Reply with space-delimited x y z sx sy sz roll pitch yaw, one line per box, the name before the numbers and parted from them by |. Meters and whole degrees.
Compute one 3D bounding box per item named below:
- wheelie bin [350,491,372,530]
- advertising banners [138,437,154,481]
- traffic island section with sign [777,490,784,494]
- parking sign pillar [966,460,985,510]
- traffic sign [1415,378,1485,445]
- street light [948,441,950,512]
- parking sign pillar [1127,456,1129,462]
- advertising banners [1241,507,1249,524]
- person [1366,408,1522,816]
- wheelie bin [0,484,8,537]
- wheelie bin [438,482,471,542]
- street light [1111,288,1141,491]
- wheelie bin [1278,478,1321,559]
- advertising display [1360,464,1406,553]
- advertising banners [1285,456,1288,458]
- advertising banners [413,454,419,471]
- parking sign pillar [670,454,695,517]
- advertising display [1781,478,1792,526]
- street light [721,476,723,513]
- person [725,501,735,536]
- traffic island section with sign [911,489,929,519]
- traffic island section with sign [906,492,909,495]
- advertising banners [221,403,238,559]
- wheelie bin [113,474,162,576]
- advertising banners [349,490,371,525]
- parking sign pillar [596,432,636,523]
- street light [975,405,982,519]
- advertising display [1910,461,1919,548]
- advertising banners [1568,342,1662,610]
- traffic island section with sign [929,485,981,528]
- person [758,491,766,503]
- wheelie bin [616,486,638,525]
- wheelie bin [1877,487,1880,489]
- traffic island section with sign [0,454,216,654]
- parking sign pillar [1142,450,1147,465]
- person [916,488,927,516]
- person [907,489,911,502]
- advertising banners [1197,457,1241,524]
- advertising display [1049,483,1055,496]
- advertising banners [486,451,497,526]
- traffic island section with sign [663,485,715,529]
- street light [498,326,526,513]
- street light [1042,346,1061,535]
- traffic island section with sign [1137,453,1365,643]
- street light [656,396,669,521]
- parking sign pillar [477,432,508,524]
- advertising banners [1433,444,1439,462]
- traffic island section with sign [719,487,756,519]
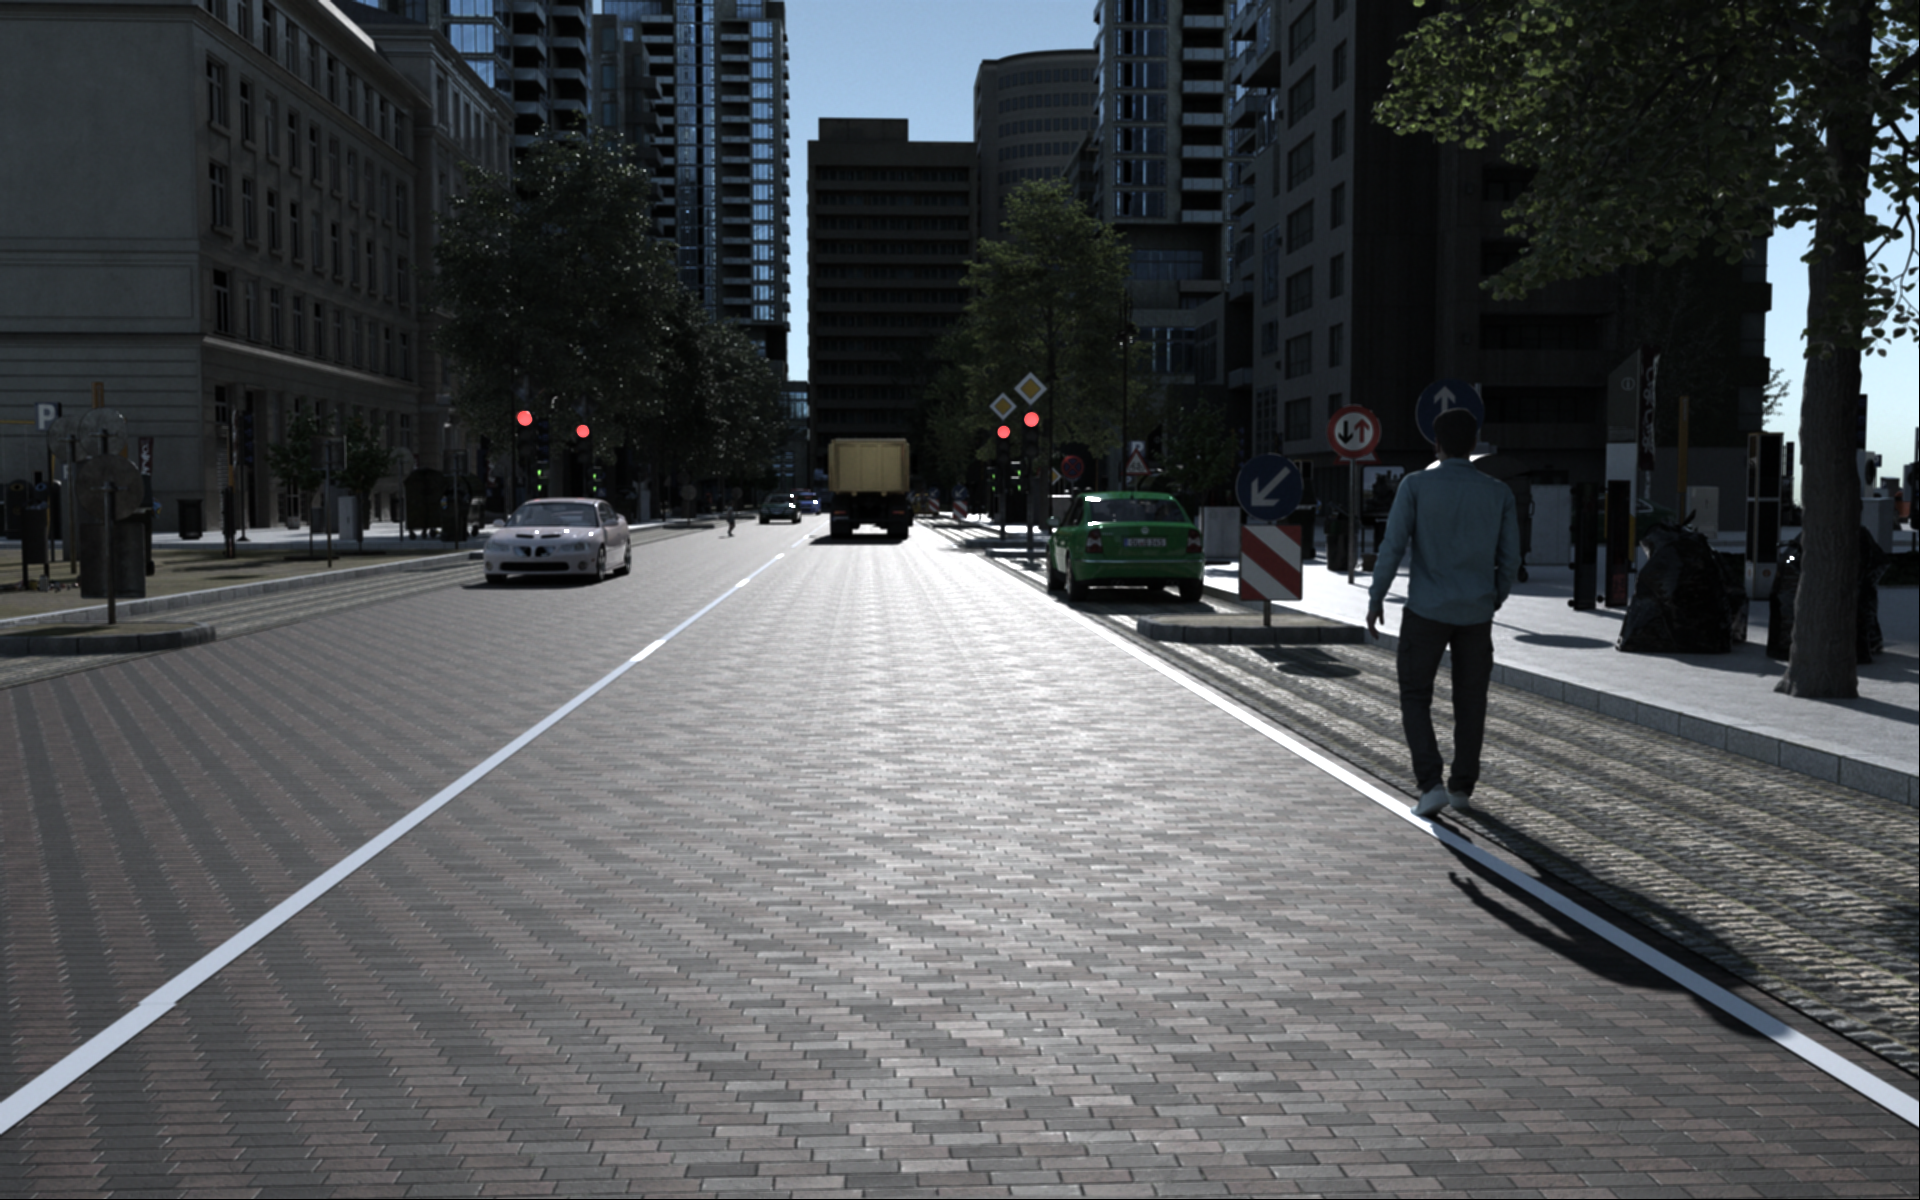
wheelie bin | -21.545 -3.321 62.200 0.693 1.594 0.980 -3 5 -42
advertising banners | -25.703 -3.493 53.305 2.074 3.025 0.090 1 4 11
traffic island section with sign | -15.434 -8.619 149.546 1.989 1.847 2.006 0 4 -3
parking sign pillar | 1.104 -8.019 119.577 1.447 3.967 1.447 1 4 21
traffic sign | 5.385 -1.164 19.135 0.768 2.556 0.104 0 4 -3
street light | -0.768 -9.158 122.516 0.468 5.910 1.993 0 4 -3
parking sign pillar | 11.400 -7.671 113.891 1.447 3.967 1.447 0 4 3
advertising banners | 10.183 -4.256 65.780 2.074 3.025 0.090 -2 4 -33
person | 2.191 0.044 7.795 0.660 1.820 0.620 0 4 -3
wheelie bin | -28.860 -2.705 52.141 0.980 1.594 0.693 0 4 -2
wheelie bin | -13.550 -2.360 46.497 0.693 1.594 0.980 0 4 8
street light | 3.721 -4.054 39.074 0.468 5.910 1.993 0 4 -3
wheelie bin | 6.609 -1.609 34.209 0.980 1.594 0.693 0 4 -8
advertising display | 9.215 -1.991 37.765 0.974 1.923 0.123 0 4 -1
advertising banners | 14.559 -4.777 74.286 2.074 3.025 0.090 1 4 17
advertising banners | -23.403 -4.886 76.081 0.090 3.025 2.074 1 4 23
parking sign pillar | -15.765 -6.728 98.469 1.447 3.967 1.447 1 4 19
advertising display | 32.496 -3.888 68.779 0.974 1.923 0.123 3 5 42
street light | -15.920 -8.730 115.522 0.468 5.910 1.993 0 4 -3
person | -7.839 -2.765 58.728 0.382 1.210 0.505 -2 4 -33
traffic island section with sign | -1.647 -5.612 100.380 1.989 1.847 2.006 0 4 -3
traffic island section with sign | -5.764 -10.274 176.607 1.989 1.847 2.006 0 4 -3
advertising banners | -14.487 -2.335 34.368 0.090 3.025 2.074 -2 4 -30
wheelie bin | -13.116 -1.183 27.256 0.980 1.594 0.693 -2 4 -33
advertising banners | -24.625 -4.498 69.737 0.090 3.025 2.074 2 4 33
parking sign pillar | -14.956 -5.353 75.991 1.447 3.967 1.447 3 4 36
street light | 1.022 -7.077 88.503 0.468 5.910 1.993 0 4 -3
advertising display | 18.979 -1.735 33.588 0.974 1.923 0.123 1 4 8
advertising banners | 7.474 -1.436 19.672 2.074 3.025 0.090 -3 5 -43
traffic island section with sign | -0.153 -3.939 73.032 1.989 1.847 2.006 0 4 -3
person | -22.945 -11.839 202.154 1.350 1.814 0.705 1 4 11
wheelie bin | -14.998 -4.332 78.734 0.980 1.594 0.693 -2 4 -31
wheelie bin | 43.877 -4.576 82.731 0.693 1.594 0.980 3 5 44
traffic island section with sign | -8.225 -0.471 16.336 1.989 1.847 2.006 0 4 -3
parking sign pillar | 10.589 -6.532 95.275 1.447 3.967 1.447 1 4 21
person | -2.281 -5.823 103.802 0.778 1.811 0.616 0 4 7
person | -3.525 -6.946 122.412 0.624 1.780 0.694 0 4 1
advertising banners | 7.657 -3.425 52.189 0.090 3.025 2.074 -2 4 -31
advertising display | 4.088 -4.538 79.404 0.123 1.923 0.974 -2 4 -26
advertising banners | -19.632 -4.521 70.111 2.074 3.025 0.090 1 4 12
traffic island section with sign | -11.222 -3.867 71.846 1.989 1.847 2.006 0 4 -3
street light | -12.320 -4.586 47.761 0.468 5.910 1.993 0 4 -3
street light | 2.852 -4.986 54.313 0.468 5.910 1.993 0 4 -3
traffic island section with sign | 2.846 -0.543 17.503 1.989 1.847 2.006 0 4 -3
street light | -13.995 -6.658 81.648 0.468 5.910 1.993 0 4 -3
parking sign pillar | -20.347 -5.308 75.256 1.447 3.967 1.447 2 4 25
advertising banners | 15.083 -3.402 51.813 2.074 3.025 0.090 3 4 37
traffic island section with sign | -12.695 -5.521 98.902 1.989 1.847 2.006 0 4 -3
